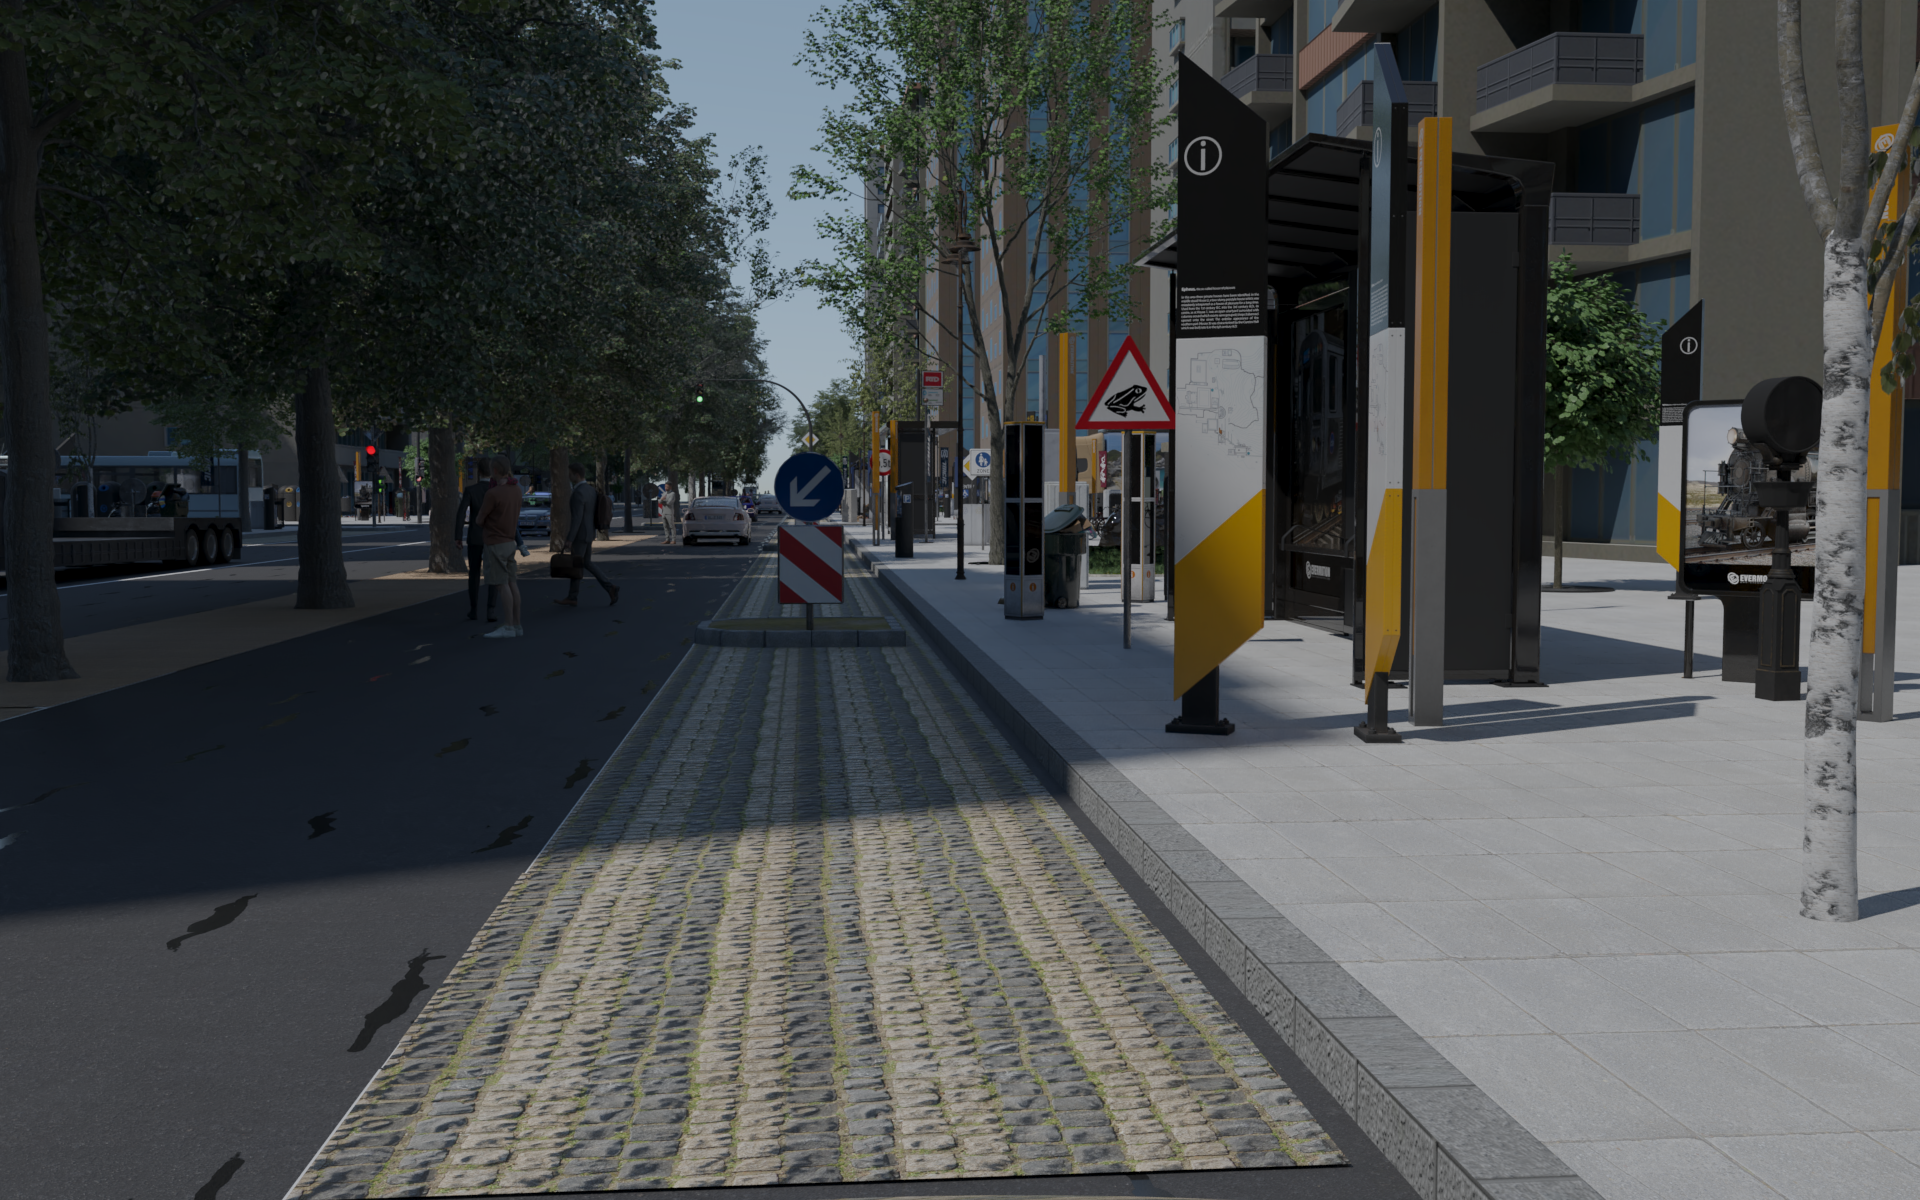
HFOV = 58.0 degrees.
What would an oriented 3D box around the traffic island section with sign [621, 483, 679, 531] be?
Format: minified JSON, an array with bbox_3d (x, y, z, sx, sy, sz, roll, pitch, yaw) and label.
[{"bbox_3d":[-12.312,-3.700,68.629,2.006,1.907,1.989,0,4,-5],"label":"traffic island section with sign"}]

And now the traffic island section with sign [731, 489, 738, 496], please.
[{"bbox_3d":[-19.675,-8.729,150.847,2.006,1.907,1.989,0,4,-5],"label":"traffic island section with sign"}]

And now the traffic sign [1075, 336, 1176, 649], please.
[{"bbox_3d":[1.386,-0.875,14.306,0.884,2.594,0.081,0,4,2],"label":"traffic sign"}]

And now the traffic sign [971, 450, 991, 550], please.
[{"bbox_3d":[0.523,-2.277,39.365,0.606,2.300,0.079,0,4,-5],"label":"traffic sign"}]

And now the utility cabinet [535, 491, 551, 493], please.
[{"bbox_3d":[-31.331,-7.431,130.169,1.173,1.500,0.318,-3,5,-39],"label":"utility cabinet"}]

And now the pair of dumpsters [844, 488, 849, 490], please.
[{"bbox_3d":[-7.297,-6.879,114.960,1.574,2.255,4.437,0,4,-5],"label":"pair of dumpsters"}]

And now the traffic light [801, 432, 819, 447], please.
[{"bbox_3d":[-6.656,-5.375,76.797,0.839,4.253,0.868,0,4,-5],"label":"traffic light"}]

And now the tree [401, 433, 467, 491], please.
[{"bbox_3d":[-26.839,-6.382,88.059,4.285,4.588,4.351,0,3,0],"label":"tree"}]

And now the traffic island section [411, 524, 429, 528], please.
[{"bbox_3d":[-23.539,-3.249,75.409,2.009,0.180,2.903,0,4,-5],"label":"traffic island section"}]

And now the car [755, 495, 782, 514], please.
[{"bbox_3d":[-13.794,-6.901,125.185,2.083,1.381,4.827,0,4,-5],"label":"car"}]

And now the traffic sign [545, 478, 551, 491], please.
[{"bbox_3d":[-32.403,-8.355,136.713,0.768,2.556,0.104,0,4,3],"label":"traffic sign"}]

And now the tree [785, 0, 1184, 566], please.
[{"bbox_3d":[0.733,-6.453,31.260,9.928,11.665,9.643,0,3,0],"label":"tree"}]

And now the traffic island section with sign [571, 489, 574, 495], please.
[{"bbox_3d":[-27.952,-7.092,124.580,1.989,1.847,2.006,0,4,-5],"label":"traffic island section with sign"}]

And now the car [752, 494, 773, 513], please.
[{"bbox_3d":[-15.130,-7.300,131.156,2.131,1.459,4.920,0,4,-4],"label":"car"}]

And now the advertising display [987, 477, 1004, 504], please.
[{"bbox_3d":[1.536,-3.790,67.180,0.974,1.923,0.123,0,4,-3],"label":"advertising display"}]

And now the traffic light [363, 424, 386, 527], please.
[{"bbox_3d":[-22.786,-4.795,67.325,0.839,4.253,0.868,0,4,-5],"label":"traffic light"}]

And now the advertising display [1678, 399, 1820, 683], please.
[{"bbox_3d":[5.387,-0.398,11.726,0.974,1.923,0.123,3,5,41],"label":"advertising display"}]

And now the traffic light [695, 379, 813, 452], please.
[{"bbox_3d":[-8.019,-5.740,68.516,4.771,5.953,1.251,0,4,-5],"label":"traffic light"}]

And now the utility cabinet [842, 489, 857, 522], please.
[{"bbox_3d":[-4.978,-4.225,77.757,0.318,1.500,1.173,-2,4,-25],"label":"utility cabinet"}]

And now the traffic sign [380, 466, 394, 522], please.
[{"bbox_3d":[-26.778,-4.923,80.498,0.884,2.594,0.081,0,4,-4],"label":"traffic sign"}]

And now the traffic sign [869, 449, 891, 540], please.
[{"bbox_3d":[-2.158,-2.969,48.645,0.768,2.556,0.104,0,4,-1],"label":"traffic sign"}]

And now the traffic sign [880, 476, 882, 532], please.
[{"bbox_3d":[-2.652,-3.461,58.714,0.606,2.300,0.079,0,4,4],"label":"traffic sign"}]

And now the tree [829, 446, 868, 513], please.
[{"bbox_3d":[-7.612,-8.322,119.777,4.285,4.588,4.351,0,3,0],"label":"tree"}]

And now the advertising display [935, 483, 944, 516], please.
[{"bbox_3d":[-1.422,-5.993,103.201,0.974,1.923,0.123,-2,4,-30],"label":"advertising display"}]

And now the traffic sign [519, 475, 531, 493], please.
[{"bbox_3d":[-29.369,-7.147,116.957,0.768,2.556,0.104,0,4,-4],"label":"traffic sign"}]

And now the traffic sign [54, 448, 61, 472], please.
[{"bbox_3d":[-23.999,-2.776,45.500,0.768,2.556,0.104,0,4,-2],"label":"traffic sign"}]

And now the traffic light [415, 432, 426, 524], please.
[{"bbox_3d":[-21.423,-6.167,75.499,4.771,5.953,1.251,0,4,-5],"label":"traffic light"}]

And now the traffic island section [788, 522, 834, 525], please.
[{"bbox_3d":[-6.615,-3.342,76.914,2.009,0.180,2.903,0,4,-5],"label":"traffic island section"}]

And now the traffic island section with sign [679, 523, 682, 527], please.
[{"bbox_3d":[-12.963,-4.151,76.007,2.006,1.907,1.989,0,4,-5],"label":"traffic island section with sign"}]

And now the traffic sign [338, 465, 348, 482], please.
[{"bbox_3d":[-28.188,-4.804,78.556,0.884,2.594,0.081,0,4,0],"label":"traffic sign"}]

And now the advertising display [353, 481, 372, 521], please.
[{"bbox_3d":[-28.523,-4.756,82.969,0.974,1.923,0.123,-2,4,-25],"label":"advertising display"}]

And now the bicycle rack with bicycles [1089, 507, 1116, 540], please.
[{"bbox_3d":[4.011,-2.186,49.120,2.925,0.926,2.852,-1,4,-14],"label":"bicycle rack with bicycles"}]

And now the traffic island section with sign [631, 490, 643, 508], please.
[{"bbox_3d":[-32.475,-10.180,175.072,1.989,1.847,2.006,0,4,-5],"label":"traffic island section with sign"}]

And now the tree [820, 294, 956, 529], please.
[{"bbox_3d":[-2.593,-6.936,63.758,4.737,8.622,4.395,0,3,0],"label":"tree"}]

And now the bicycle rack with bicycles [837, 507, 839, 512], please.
[{"bbox_3d":[-8.185,-6.848,125.342,2.852,0.926,2.925,-1,4,-17],"label":"bicycle rack with bicycles"}]

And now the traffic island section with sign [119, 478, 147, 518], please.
[{"bbox_3d":[-20.621,-2.092,42.832,1.989,1.847,2.006,0,4,-5],"label":"traffic island section with sign"}]

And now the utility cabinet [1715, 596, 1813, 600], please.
[{"bbox_3d":[9.773,-0.745,20.860,1.173,1.500,0.318,1,4,14],"label":"utility cabinet"}]

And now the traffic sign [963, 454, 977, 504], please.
[{"bbox_3d":[0.326,-2.790,46.807,0.795,2.450,0.064,0,4,-4],"label":"traffic sign"}]

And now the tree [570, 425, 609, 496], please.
[{"bbox_3d":[-33.670,-15.188,165.338,9.611,12.733,9.660,0,3,0],"label":"tree"}]

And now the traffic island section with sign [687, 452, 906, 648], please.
[{"bbox_3d":[-1.582,-0.512,16.997,1.989,1.847,2.006,0,4,-5],"label":"traffic island section with sign"}]

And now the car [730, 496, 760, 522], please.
[{"bbox_3d":[-11.412,-4.738,90.039,1.945,1.354,3.894,0,4,-5],"label":"car"}]

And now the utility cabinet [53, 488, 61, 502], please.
[{"bbox_3d":[-34.816,-3.492,65.778,1.173,1.500,0.318,-1,4,-20],"label":"utility cabinet"}]

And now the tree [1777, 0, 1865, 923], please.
[{"bbox_3d":[2.857,-3.336,4.907,4.360,8.622,3.978,0,3,0],"label":"tree"}]

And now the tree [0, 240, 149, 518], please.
[{"bbox_3d":[-24.646,-5.995,48.377,4.360,8.622,3.978,0,3,0],"label":"tree"}]

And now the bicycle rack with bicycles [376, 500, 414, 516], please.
[{"bbox_3d":[-32.733,-5.262,99.415,2.852,0.926,2.925,0,4,4],"label":"bicycle rack with bicycles"}]

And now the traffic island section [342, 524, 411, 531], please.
[{"bbox_3d":[-22.827,-2.763,67.456,2.009,0.180,2.903,0,4,-5],"label":"traffic island section"}]
